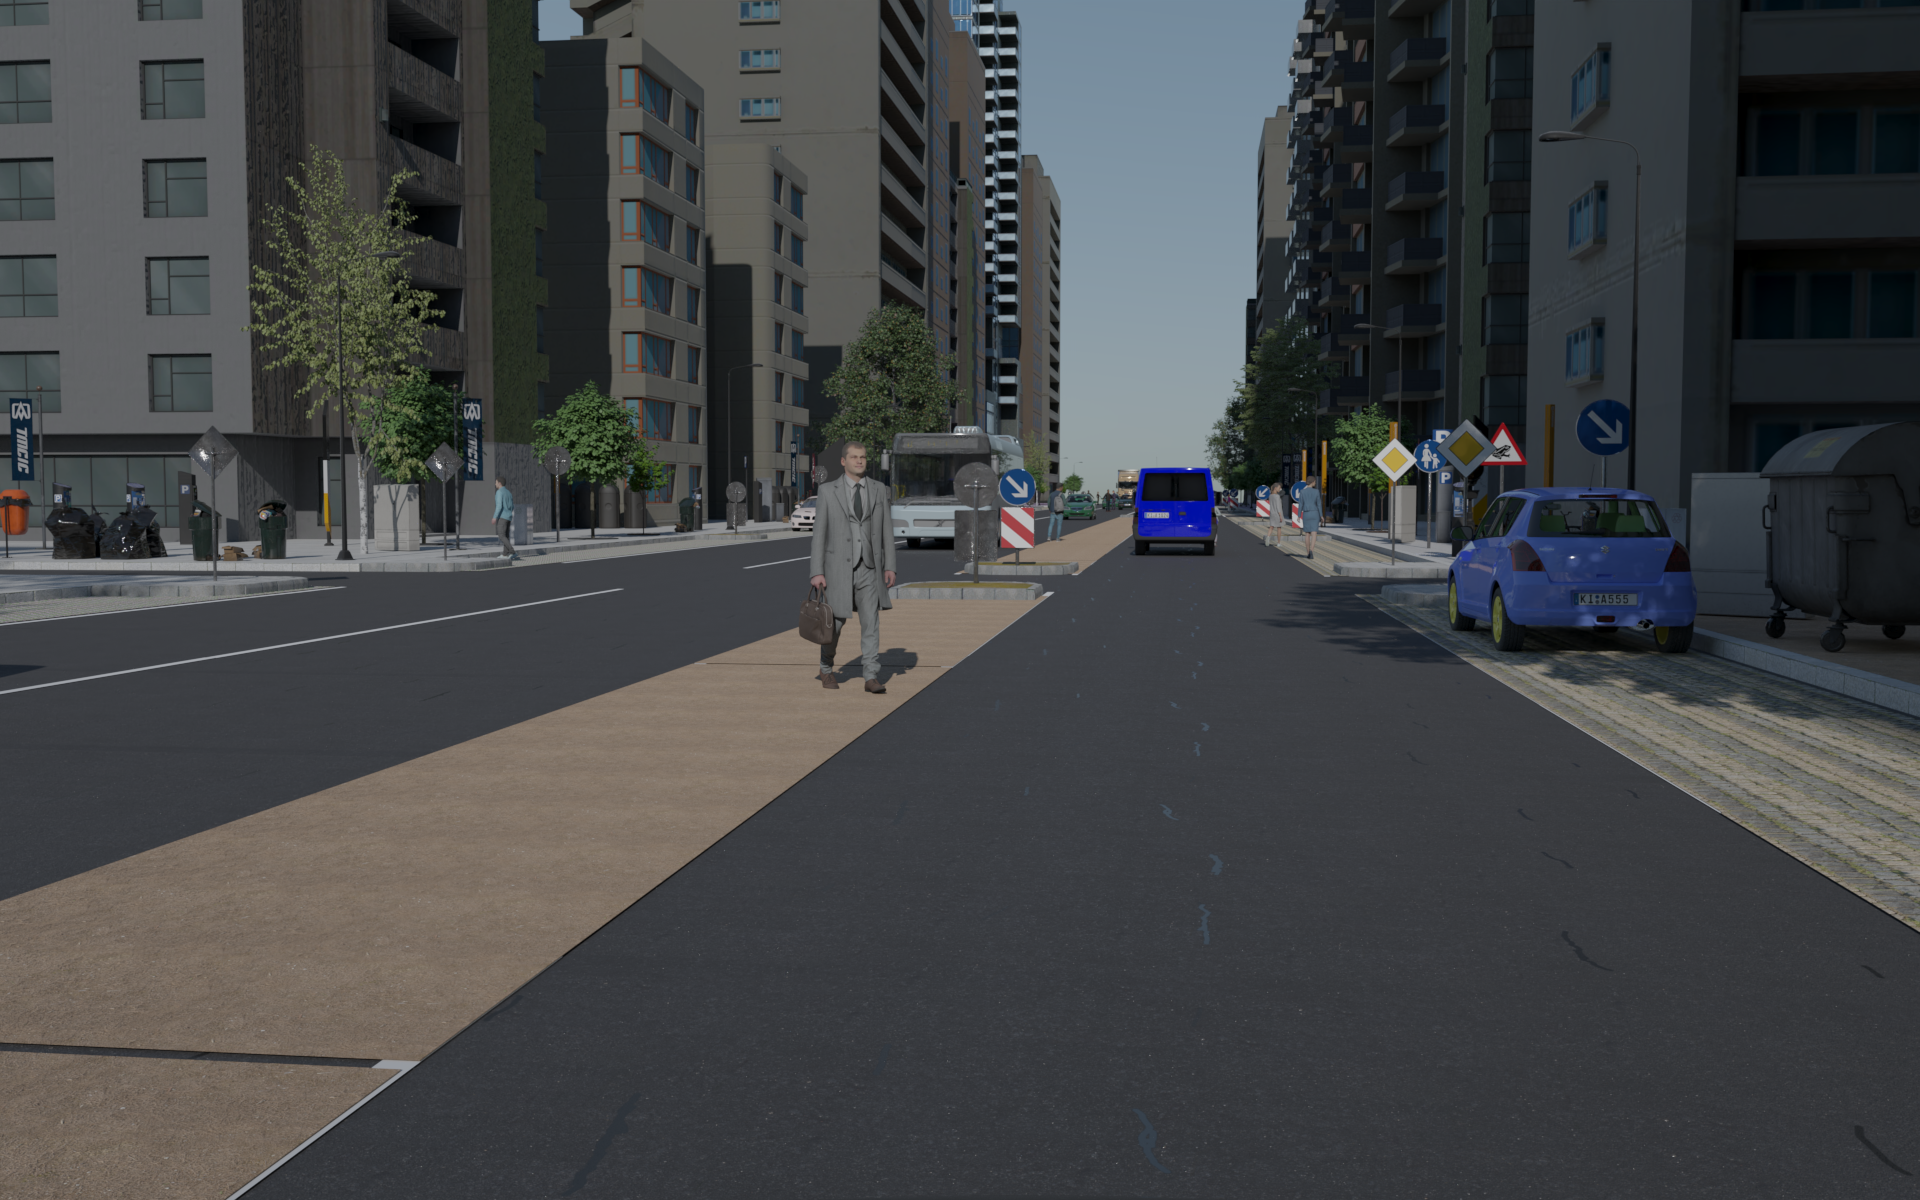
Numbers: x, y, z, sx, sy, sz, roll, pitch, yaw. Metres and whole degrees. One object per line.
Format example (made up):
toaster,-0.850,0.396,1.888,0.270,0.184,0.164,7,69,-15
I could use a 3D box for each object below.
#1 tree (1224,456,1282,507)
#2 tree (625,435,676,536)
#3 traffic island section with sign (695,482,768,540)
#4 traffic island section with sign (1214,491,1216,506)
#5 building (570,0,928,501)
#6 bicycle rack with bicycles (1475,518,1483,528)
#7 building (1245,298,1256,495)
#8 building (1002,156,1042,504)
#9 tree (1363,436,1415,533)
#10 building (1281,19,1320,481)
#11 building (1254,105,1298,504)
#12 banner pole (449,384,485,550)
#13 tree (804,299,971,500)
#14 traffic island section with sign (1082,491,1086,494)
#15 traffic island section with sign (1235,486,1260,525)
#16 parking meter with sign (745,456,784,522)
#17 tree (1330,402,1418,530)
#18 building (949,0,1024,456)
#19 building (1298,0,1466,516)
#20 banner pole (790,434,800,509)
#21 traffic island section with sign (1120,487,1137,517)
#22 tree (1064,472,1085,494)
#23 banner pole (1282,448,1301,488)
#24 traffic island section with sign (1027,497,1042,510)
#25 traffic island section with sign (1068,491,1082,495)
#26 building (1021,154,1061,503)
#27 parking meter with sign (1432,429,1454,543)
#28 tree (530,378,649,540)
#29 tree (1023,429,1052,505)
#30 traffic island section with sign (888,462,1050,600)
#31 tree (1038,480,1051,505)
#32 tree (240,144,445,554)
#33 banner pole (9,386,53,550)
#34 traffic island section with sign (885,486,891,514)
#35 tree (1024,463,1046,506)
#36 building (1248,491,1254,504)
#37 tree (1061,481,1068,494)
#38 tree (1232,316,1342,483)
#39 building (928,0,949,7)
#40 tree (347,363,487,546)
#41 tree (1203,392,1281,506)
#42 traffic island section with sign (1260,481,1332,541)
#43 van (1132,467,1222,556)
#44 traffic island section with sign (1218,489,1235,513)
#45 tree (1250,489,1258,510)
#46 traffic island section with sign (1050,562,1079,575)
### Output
tree,23.782,-9.323,136.146,4.285,4.588,4.351,0,3,0
tree,-9.941,-3.625,53.877,1.663,3.219,1.824,0,3,0
traffic island section with sign,-7.165,-2.820,54.734,1.989,1.847,2.006,0,4,7
traffic island section with sign,23.838,-9.022,156.132,1.989,1.847,2.006,0,4,7
building,-14.306,-30.346,119.866,21.300,48.544,21.600,0,4,7
bicycle rack with bicycles,12.193,-1.450,37.091,2.925,0.926,2.852,-1,4,-10
building,48.845,-29.505,254.113,14.160,30.474,14.107,0,4,7
building,3.537,-35.614,232.392,14.600,45.320,14.200,0,4,7
tree,13.957,-3.836,57.328,1.663,3.219,1.824,0,3,0
building,41.824,-33.059,160.116,23.786,49.044,30.456,0,4,7
building,47.393,-35.959,211.625,21.300,48.544,21.600,0,4,7
banner pole,-11.314,-3.039,39.698,0.863,3.779,0.401,-3,4,-36
tree,-3.947,-11.305,101.848,9.611,12.733,9.660,0,3,0
traffic island section with sign,17.239,-14.218,241.089,1.989,1.847,2.006,0,4,7
traffic island section with sign,13.903,-4.381,80.255,1.989,1.847,2.006,0,4,7
parking meter with sign,-8.989,-5.100,79.649,1.738,3.016,0.543,-1,4,-15
tree,14.735,-4.781,61.889,4.285,4.588,4.351,0,3,0
building,-2.894,-54.835,209.224,22.319,86.520,31.000,0,4,7
building,37.360,-29.134,130.971,22.147,44.769,28.867,0,4,7
banner pole,-6.843,-5.023,72.149,0.401,3.779,0.863,2,4,25
traffic island section with sign,10.857,-5.993,106.129,2.006,1.907,1.989,0,4,7
tree,16.805,-16.600,255.127,4.285,4.588,4.351,0,3,0
banner pole,17.935,-6.377,94.283,0.863,3.779,0.401,0,4,-6
traffic island section with sign,6.485,-9.194,158.943,1.989,1.847,2.006,0,4,7
traffic island section with sign,13.737,-12.583,214.362,1.989,1.847,2.006,0,4,7
building,3.149,-38.377,251.165,21.300,48.544,21.600,0,4,7
parking meter with sign,12.863,-3.044,46.027,0.543,3.016,1.738,1,4,12
tree,-10.361,-4.002,49.148,4.285,4.588,4.351,0,3,0
tree,8.658,-14.994,195.507,4.737,8.622,4.395,0,3,0
traffic island section with sign,0.144,-0.987,24.279,2.006,1.907,1.989,0,4,7
tree,9.902,-13.109,208.939,1.663,3.219,1.824,0,3,0
tree,-12.773,-5.274,36.588,4.737,8.622,4.395,0,3,0
banner pole,-21.421,-3.053,39.927,0.863,3.779,0.401,-3,4,-39
traffic island section with sign,-3.564,-4.500,82.210,1.989,1.847,2.006,0,4,7
tree,7.291,-11.995,179.825,4.285,4.588,4.351,0,3,0
building,55.582,-33.143,233.761,32.217,40.220,23.993,0,4,7
tree,14.181,-14.899,238.194,1.663,3.219,1.824,0,3,0
tree,20.922,-11.790,110.898,7.486,12.596,7.792,0,3,0
building,-8.651,-29.794,137.246,14.600,45.320,14.200,0,4,7
tree,-13.599,-3.657,43.505,4.285,4.588,4.351,0,3,0
tree,31.947,-16.939,193.958,9.611,12.733,9.660,0,3,0
traffic island section with sign,10.408,-2.746,53.527,1.989,1.847,2.006,0,4,7
van,5.235,-2.297,41.944,2.240,2.365,5.245,0,4,8
traffic island section with sign,20.344,-7.387,129.403,1.989,1.847,2.006,0,4,7
tree,24.079,-8.932,140.632,1.663,3.219,1.824,0,3,0
traffic island section with sign,1.115,-1.436,31.622,2.006,1.907,1.989,0,4,7
